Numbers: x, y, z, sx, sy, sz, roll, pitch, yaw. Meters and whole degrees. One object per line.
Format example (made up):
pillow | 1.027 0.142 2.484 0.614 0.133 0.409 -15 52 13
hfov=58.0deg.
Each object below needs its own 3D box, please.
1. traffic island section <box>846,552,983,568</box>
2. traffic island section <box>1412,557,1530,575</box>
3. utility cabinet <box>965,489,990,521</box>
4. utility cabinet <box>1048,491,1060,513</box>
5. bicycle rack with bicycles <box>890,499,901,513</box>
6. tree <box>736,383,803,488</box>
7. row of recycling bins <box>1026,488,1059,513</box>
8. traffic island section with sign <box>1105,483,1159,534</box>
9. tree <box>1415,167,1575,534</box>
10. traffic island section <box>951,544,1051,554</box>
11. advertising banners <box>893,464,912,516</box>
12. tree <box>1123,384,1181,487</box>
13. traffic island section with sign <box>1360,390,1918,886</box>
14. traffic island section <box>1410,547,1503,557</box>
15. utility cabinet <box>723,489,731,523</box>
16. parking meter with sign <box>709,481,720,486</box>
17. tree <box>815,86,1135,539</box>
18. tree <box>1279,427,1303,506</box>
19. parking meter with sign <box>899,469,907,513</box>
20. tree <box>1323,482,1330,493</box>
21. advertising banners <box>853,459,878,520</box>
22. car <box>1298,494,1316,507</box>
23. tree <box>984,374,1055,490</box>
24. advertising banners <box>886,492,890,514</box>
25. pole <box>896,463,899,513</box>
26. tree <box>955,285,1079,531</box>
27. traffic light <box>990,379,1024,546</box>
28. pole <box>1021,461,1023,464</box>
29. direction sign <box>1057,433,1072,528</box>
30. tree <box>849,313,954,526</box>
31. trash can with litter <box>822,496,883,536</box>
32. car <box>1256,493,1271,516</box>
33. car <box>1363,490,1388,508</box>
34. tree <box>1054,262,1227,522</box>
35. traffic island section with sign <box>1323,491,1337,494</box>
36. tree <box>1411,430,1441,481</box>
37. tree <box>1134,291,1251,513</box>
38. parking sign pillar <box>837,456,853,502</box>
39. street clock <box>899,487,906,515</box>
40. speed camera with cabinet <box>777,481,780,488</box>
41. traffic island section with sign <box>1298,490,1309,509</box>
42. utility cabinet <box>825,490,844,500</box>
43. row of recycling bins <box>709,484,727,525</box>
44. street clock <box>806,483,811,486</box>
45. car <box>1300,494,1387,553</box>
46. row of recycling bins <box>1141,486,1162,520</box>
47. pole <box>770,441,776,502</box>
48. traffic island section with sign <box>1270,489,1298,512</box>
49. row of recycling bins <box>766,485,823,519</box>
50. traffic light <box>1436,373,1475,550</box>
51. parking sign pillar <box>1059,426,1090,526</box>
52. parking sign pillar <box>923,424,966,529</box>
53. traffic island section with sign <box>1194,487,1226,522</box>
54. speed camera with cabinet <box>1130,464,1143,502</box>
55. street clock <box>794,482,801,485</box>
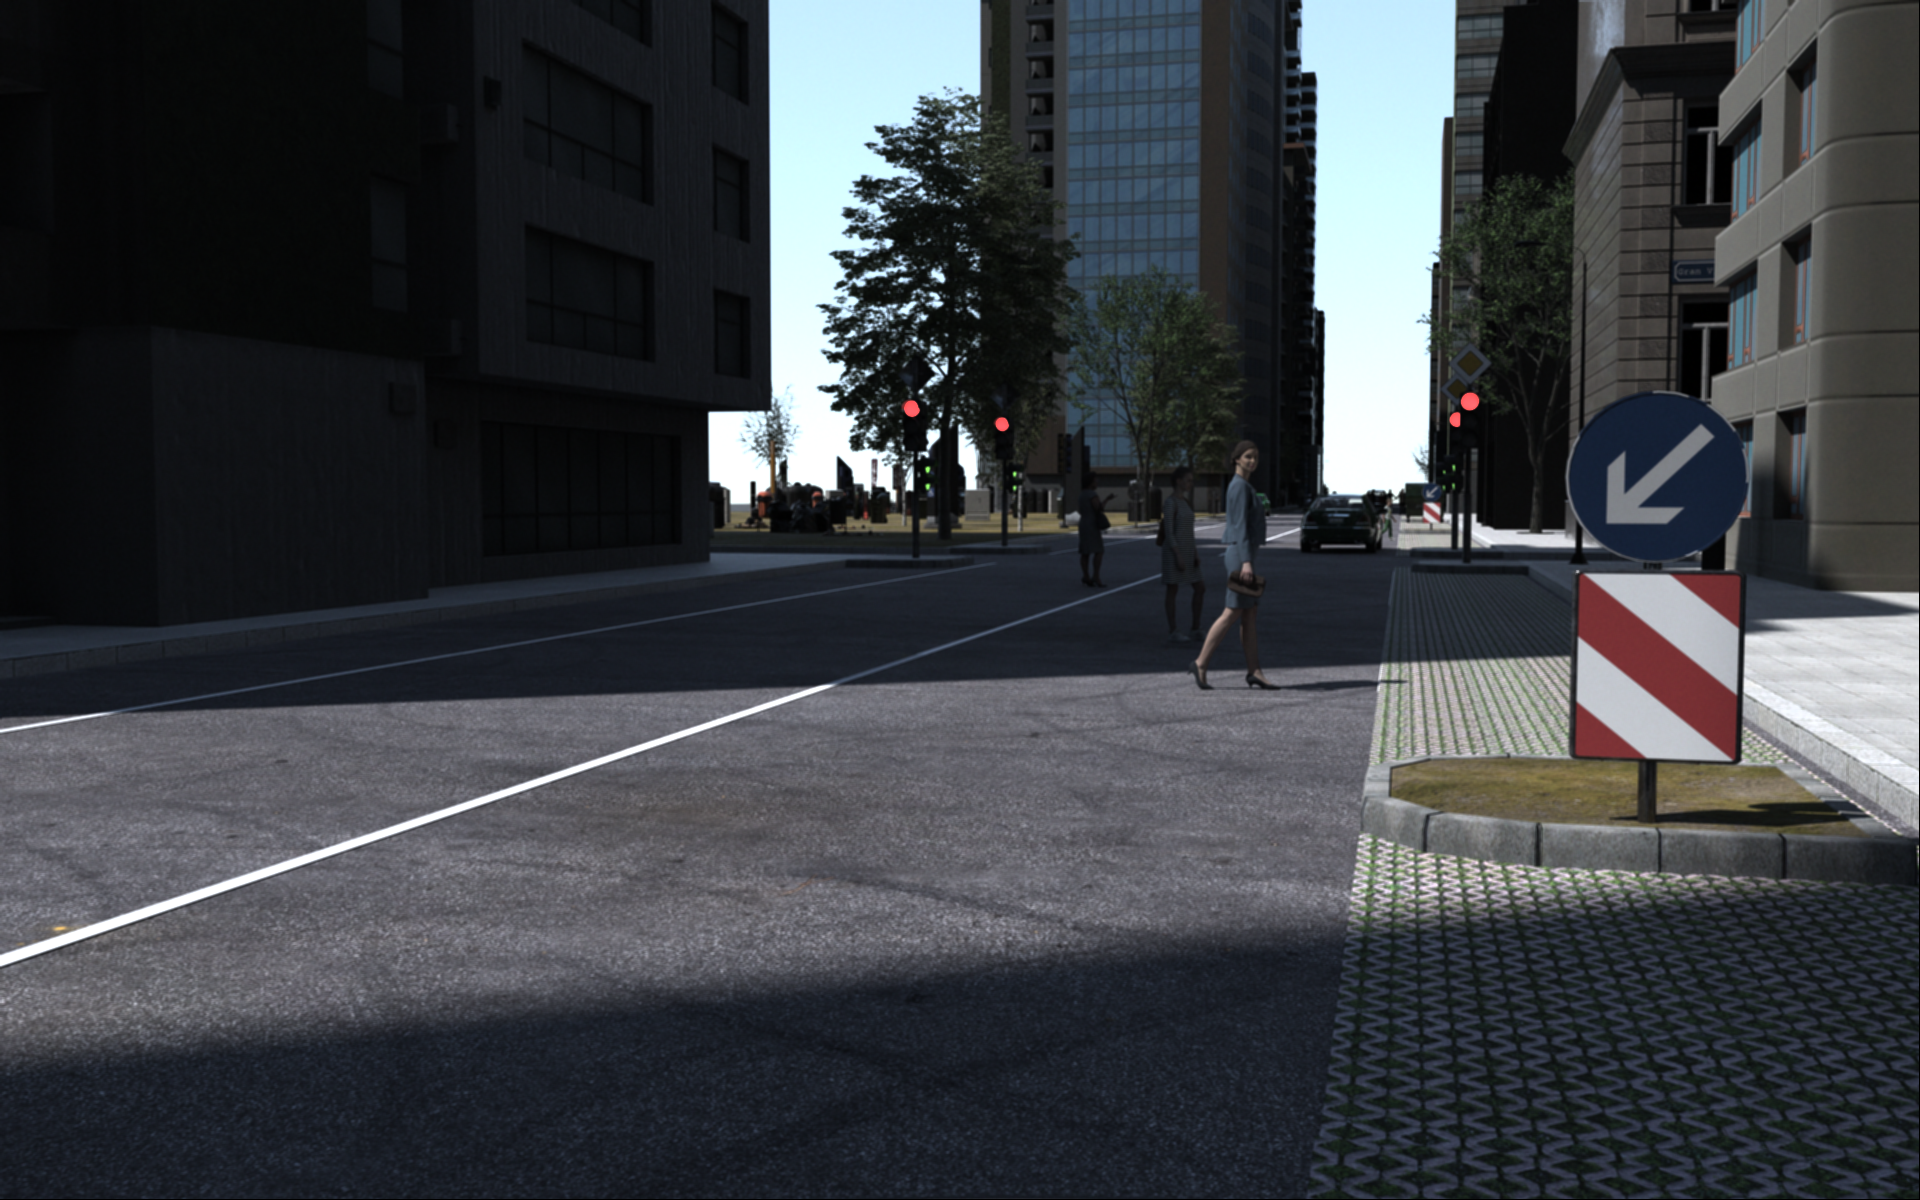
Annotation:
traffic island section | -0.908 -0.771 34.884 2.009 0.180 2.903 1 4 14
traffic island section | 9.448 -0.609 32.231 2.009 0.180 2.903 1 4 14
utility cabinet | 0.824 -4.470 81.769 1.173 1.500 0.318 0 4 7
utility cabinet | 6.376 -6.422 113.679 1.173 1.500 0.318 -2 4 -29
bicycle rack with bicycles | -4.141 -6.280 116.065 2.925 0.926 2.852 -1 4 -17
tree | -11.767 -9.707 109.074 4.360 8.622 3.978 0 3 0
row of recycling bins | 6.047 -6.735 117.224 3.534 1.692 1.069 2 4 26
traffic island section with sign | 6.468 -3.361 63.587 1.989 1.847 2.006 1 4 14
tree | 18.567 -7.938 55.537 9.928 11.665 9.643 0 3 0
traffic island section | 1.077 -1.244 42.619 2.009 0.180 2.903 1 4 14
advertising banners | -2.994 -6.440 101.489 0.090 3.025 2.074 3 5 43
tree | 12.113 -9.714 109.185 4.360 8.622 3.978 0 3 0
traffic island section with sign | 2.763 0.072 7.445 1.989 1.847 2.006 1 4 14
traffic island section | 11.433 -1.082 39.967 2.009 0.180 2.903 1 4 14
utility cabinet | -10.705 -4.149 76.515 1.173 1.500 0.318 2 4 28
parking meter with sign | -14.890 -6.660 105.151 0.543 3.016 1.738 2 4 35
tree | -0.028 -7.991 48.781 7.486 12.596 7.792 0 3 0
tree | 35.660 -14.638 189.688 4.737 8.622 4.395 0 3 0
parking meter with sign | -4.088 -7.553 119.747 0.543 3.016 1.738 -1 4 -12
tree | 56.948 -16.877 270.547 1.663 3.219 1.824 0 3 0
advertising banners | -4.693 -5.502 86.144 0.090 3.025 2.074 -3 4 -38
car | 34.658 -9.822 172.589 2.014 1.417 4.499 1 4 14
tree | 3.564 -9.234 101.331 4.737 8.622 4.395 0 3 0
advertising banners | -4.680 -7.001 110.655 2.074 3.025 0.090 -3 5 -43
pole | -4.126 -7.376 114.434 0.158 3.312 0.155 0 3 0
tree | 2.076 -6.670 59.424 4.360 8.622 3.978 0 3 0
traffic light | 1.114 -3.275 42.475 0.839 4.253 0.868 1 4 14
pole | 3.823 -6.849 105.824 0.158 3.312 0.155 0 3 0
direction sign | 3.921 -4.467 65.035 0.379 3.537 0.876 3 4 38
tree | -2.335 -7.284 69.459 4.360 8.622 3.978 0 3 0
trash can with litter | -3.374 -2.606 53.667 2.233 1.210 1.678 -1 4 -22
car | 18.607 -6.169 109.653 1.959 1.807 4.718 1 4 16
car | 36.235 -8.687 150.701 2.281 1.827 5.304 1 4 15
tree | 8.403 -9.388 79.251 9.928 11.665 9.643 0 3 0
traffic island section with sign | 46.269 -12.846 218.660 1.989 1.847 2.006 1 4 14
tree | 52.701 -14.857 193.268 4.360 8.622 3.978 0 3 0
tree | 12.768 -10.959 97.310 7.486 12.596 7.792 0 3 0
parking sign pillar | -8.078 -8.159 121.877 1.447 3.967 1.447 3 4 39
street clock | -3.622 -6.332 108.094 0.471 2.002 0.358 0 4 3
speed camera with cabinet | -11.751 -7.618 118.891 2.038 3.252 0.660 -3 5 -39
traffic island section with sign | 32.666 -9.605 165.662 1.989 1.847 2.006 1 4 14
utility cabinet | -6.469 -4.949 89.597 0.318 1.500 1.173 2 4 34
row of recycling bins | -10.661 -3.882 70.587 1.069 1.692 3.534 1 4 22
street clock | -10.227 -6.864 116.802 0.358 2.002 0.471 1 4 17
car | 9.673 -1.955 43.769 2.131 1.459 4.920 1 4 16
row of recycling bins | 9.731 -4.967 88.320 1.069 1.692 3.534 0 4 4
pole | -7.160 -4.436 66.364 0.158 3.312 0.155 0 3 0
traffic island section with sign | 25.877 -7.988 139.229 1.989 1.847 2.006 1 4 14
row of recycling bins | -8.707 -5.168 91.607 3.534 1.692 1.069 -3 5 -42
traffic light | 11.397 -3.116 39.862 0.839 4.253 0.868 1 4 14
parking sign pillar | 4.708 -4.965 69.657 1.447 3.967 1.447 -2 4 -28
parking sign pillar | -0.639 -4.635 64.254 1.447 3.967 1.447 3 5 42
traffic island section with sign | 13.259 -4.979 90.040 1.989 1.847 2.006 1 4 14
speed camera with cabinet | 12.072 -7.317 113.969 2.038 3.252 0.660 -3 5 -42
street clock | -9.883 -6.167 105.396 0.471 2.002 0.358 0 4 2
